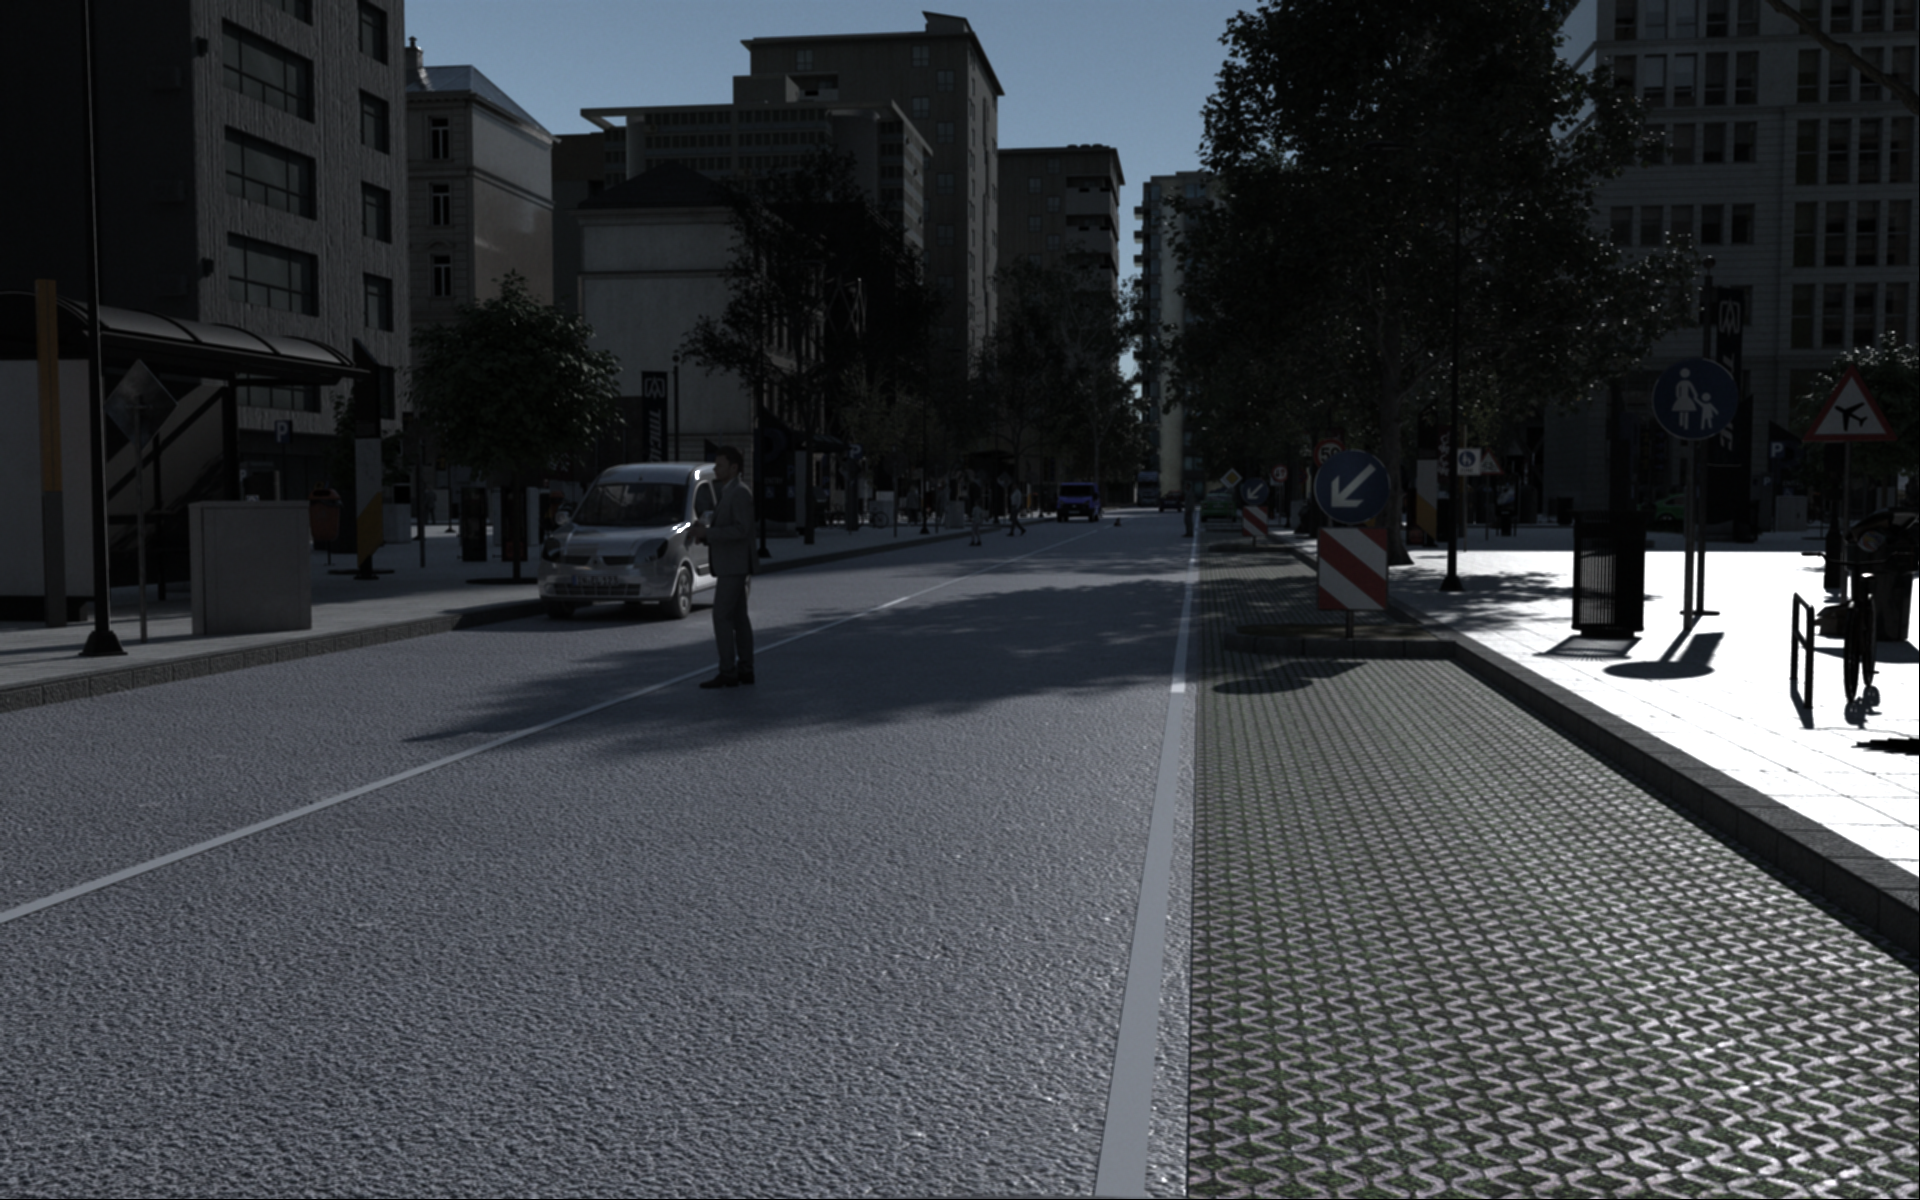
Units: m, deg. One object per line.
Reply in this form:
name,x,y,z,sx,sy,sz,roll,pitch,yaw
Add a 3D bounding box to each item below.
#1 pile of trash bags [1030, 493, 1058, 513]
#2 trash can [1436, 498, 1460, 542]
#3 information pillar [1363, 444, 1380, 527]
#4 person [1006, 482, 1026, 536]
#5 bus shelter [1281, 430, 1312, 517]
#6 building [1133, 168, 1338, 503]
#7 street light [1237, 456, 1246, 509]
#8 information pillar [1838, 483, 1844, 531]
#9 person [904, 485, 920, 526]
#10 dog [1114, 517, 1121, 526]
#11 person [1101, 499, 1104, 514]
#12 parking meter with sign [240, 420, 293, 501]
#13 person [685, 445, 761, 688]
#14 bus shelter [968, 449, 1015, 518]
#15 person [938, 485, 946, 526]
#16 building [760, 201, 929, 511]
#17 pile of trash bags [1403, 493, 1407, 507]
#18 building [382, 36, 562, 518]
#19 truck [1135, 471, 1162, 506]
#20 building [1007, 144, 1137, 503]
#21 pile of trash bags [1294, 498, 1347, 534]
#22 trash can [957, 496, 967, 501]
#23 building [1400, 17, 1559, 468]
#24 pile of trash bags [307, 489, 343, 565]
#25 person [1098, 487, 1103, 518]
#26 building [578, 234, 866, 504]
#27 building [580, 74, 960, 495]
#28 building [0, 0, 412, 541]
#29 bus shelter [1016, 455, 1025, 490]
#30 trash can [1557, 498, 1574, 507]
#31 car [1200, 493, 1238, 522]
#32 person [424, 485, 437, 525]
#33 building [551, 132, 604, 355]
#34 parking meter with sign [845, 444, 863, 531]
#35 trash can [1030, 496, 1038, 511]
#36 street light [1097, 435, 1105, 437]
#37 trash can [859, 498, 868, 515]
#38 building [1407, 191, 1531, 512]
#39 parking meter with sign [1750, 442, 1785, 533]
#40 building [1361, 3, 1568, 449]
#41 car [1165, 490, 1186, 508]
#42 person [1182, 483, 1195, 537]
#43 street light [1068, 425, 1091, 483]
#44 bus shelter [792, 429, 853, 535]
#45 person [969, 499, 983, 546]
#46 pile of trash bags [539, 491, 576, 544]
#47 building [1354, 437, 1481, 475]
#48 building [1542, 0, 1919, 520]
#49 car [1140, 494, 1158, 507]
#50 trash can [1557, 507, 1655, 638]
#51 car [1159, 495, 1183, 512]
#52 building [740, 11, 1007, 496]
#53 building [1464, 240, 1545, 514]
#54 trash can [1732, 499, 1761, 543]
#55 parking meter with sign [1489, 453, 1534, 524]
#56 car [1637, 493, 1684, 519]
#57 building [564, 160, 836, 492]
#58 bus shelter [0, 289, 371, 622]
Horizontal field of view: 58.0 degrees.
pile of trash bags,7.097,-7.528,132.837,3.447,1.369,1.912,1,4,11
trash can,13.416,-2.263,48.658,0.748,1.137,0.748,0,3,0
information pillar,10.262,-3.151,42.875,0.504,3.616,0.183,0,4,-2
person,1.906,-3.105,59.363,0.850,1.850,0.679,-2,4,-29
bus shelter,19.258,-7.434,99.173,2.179,5.291,8.768,0,4,8
building,41.009,-38.871,255.154,30.456,49.044,23.786,0,4,8
street light,14.424,-6.862,84.733,1.470,5.913,1.316,0,4,8
information pillar,30.769,-3.413,60.290,0.304,2.012,0.304,1,4,12
person,-2.045,-3.888,72.249,0.709,1.800,0.728,1,4,23
dog,7.093,-3.488,77.216,0.550,0.427,0.748,2,4,27
person,10.134,-7.098,125.227,0.598,1.740,0.731,2,4,27
parking meter with sign,-16.391,-2.690,40.240,0.543,3.016,1.738,2,4,32
person,-1.796,-0.262,12.981,0.583,1.804,0.606,-1,4,-21
bus shelter,1.660,-6.303,94.340,1.731,3.624,6.357,0,4,8
person,-0.640,-3.720,69.448,0.709,1.813,0.853,1,4,12
building,-9.832,-18.976,139.929,12.332,23.373,15.834,0,4,8
pile of trash bags,29.774,-6.142,110.166,3.447,1.369,1.912,-1,4,-14
building,-37.096,-18.496,99.669,25.104,27.353,12.463,0,4,8
truck,23.000,-13.374,208.416,2.967,4.110,18.799,1,4,9
building,12.507,-41.064,260.639,27.495,52.752,28.713,0,4,8
pile of trash bags,12.115,-2.795,55.446,1.912,1.369,3.447,-1,4,-13
trash can,0.211,-5.935,108.683,0.748,1.137,0.748,0,3,0
building,45.688,-28.736,153.424,14.154,41.232,14.086,0,4,8
pile of trash bags,-12.745,-1.288,30.817,3.447,1.369,1.912,0,4,-6
person,8.157,-5.782,103.023,0.713,1.824,0.794,-2,4,-31
building,-15.107,-15.368,118.714,16.820,18.784,16.811,0,4,8
building,-16.552,-28.924,164.793,32.217,40.220,23.993,0,4,8
building,-23.601,-16.863,47.413,14.107,30.474,14.160,0,4,8
bus shelter,2.697,-6.868,103.576,1.731,3.624,6.357,0,4,8
trash can,24.869,-3.641,71.188,0.748,1.137,0.748,0,3,0
car,13.270,-4.888,88.718,1.959,1.807,4.718,1,4,9
person,-22.160,-3.887,72.226,0.590,1.801,0.661,2,4,29
building,-45.233,-34.323,211.292,14.200,45.320,14.600,0,4,8
parking meter with sign,-3.782,-3.944,60.746,0.543,3.016,1.738,-1,4,-11
trash can,5.515,-7.229,129.854,0.748,1.137,0.748,0,3,0
street light,10.802,-10.074,137.245,1.470,5.913,1.316,0,4,8
trash can,-5.943,-5.783,106.205,0.748,1.137,0.748,0,3,0
building,42.220,-19.358,134.528,12.078,24.808,19.932,0,4,8
parking meter with sign,27.093,-3.806,58.482,0.543,3.016,1.738,0,4,-3
building,53.432,-52.672,173.863,22.319,86.520,31.000,0,4,8
car,22.614,-10.576,181.592,2.281,1.827,5.304,0,4,8
person,7.656,-3.014,57.874,0.391,1.810,0.635,0,4,-5
street light,7.804,-8.768,115.890,1.470,5.913,1.316,0,4,8
bus shelter,-4.988,-3.804,56.126,2.014,3.302,5.546,0,4,8
person,0.434,-2.158,48.055,0.394,1.301,0.425,2,4,28
pile of trash bags,-10.873,-2.210,45.878,1.912,1.369,3.447,0,4,-6
building,52.436,-33.521,198.180,14.600,45.320,14.200,0,4,8
building,46.123,-18.970,87.651,29.804,29.767,11.434,0,4,8
car,20.750,-10.902,190.242,2.014,1.417,4.499,0,4,8
trash can,5.835,-0.240,15.578,0.748,1.137,0.748,0,3,0
car,16.853,-7.703,138.525,1.945,1.354,3.894,1,4,9
building,-10.120,-37.339,199.723,27.495,52.752,28.713,0,4,8
building,42.301,-15.179,115.626,16.820,18.784,16.811,0,4,8
trash can,20.618,-2.067,45.452,0.748,1.137,0.748,0,3,0
parking meter with sign,23.327,-4.711,73.281,1.738,3.016,0.543,2,4,26
car,28.530,-3.558,66.966,4.718,1.807,1.959,1,4,9
building,-14.319,-14.421,100.408,10.561,19.102,19.286,0,4,8
bus shelter,-9.002,-1.587,19.878,2.014,3.302,5.546,0,4,8
